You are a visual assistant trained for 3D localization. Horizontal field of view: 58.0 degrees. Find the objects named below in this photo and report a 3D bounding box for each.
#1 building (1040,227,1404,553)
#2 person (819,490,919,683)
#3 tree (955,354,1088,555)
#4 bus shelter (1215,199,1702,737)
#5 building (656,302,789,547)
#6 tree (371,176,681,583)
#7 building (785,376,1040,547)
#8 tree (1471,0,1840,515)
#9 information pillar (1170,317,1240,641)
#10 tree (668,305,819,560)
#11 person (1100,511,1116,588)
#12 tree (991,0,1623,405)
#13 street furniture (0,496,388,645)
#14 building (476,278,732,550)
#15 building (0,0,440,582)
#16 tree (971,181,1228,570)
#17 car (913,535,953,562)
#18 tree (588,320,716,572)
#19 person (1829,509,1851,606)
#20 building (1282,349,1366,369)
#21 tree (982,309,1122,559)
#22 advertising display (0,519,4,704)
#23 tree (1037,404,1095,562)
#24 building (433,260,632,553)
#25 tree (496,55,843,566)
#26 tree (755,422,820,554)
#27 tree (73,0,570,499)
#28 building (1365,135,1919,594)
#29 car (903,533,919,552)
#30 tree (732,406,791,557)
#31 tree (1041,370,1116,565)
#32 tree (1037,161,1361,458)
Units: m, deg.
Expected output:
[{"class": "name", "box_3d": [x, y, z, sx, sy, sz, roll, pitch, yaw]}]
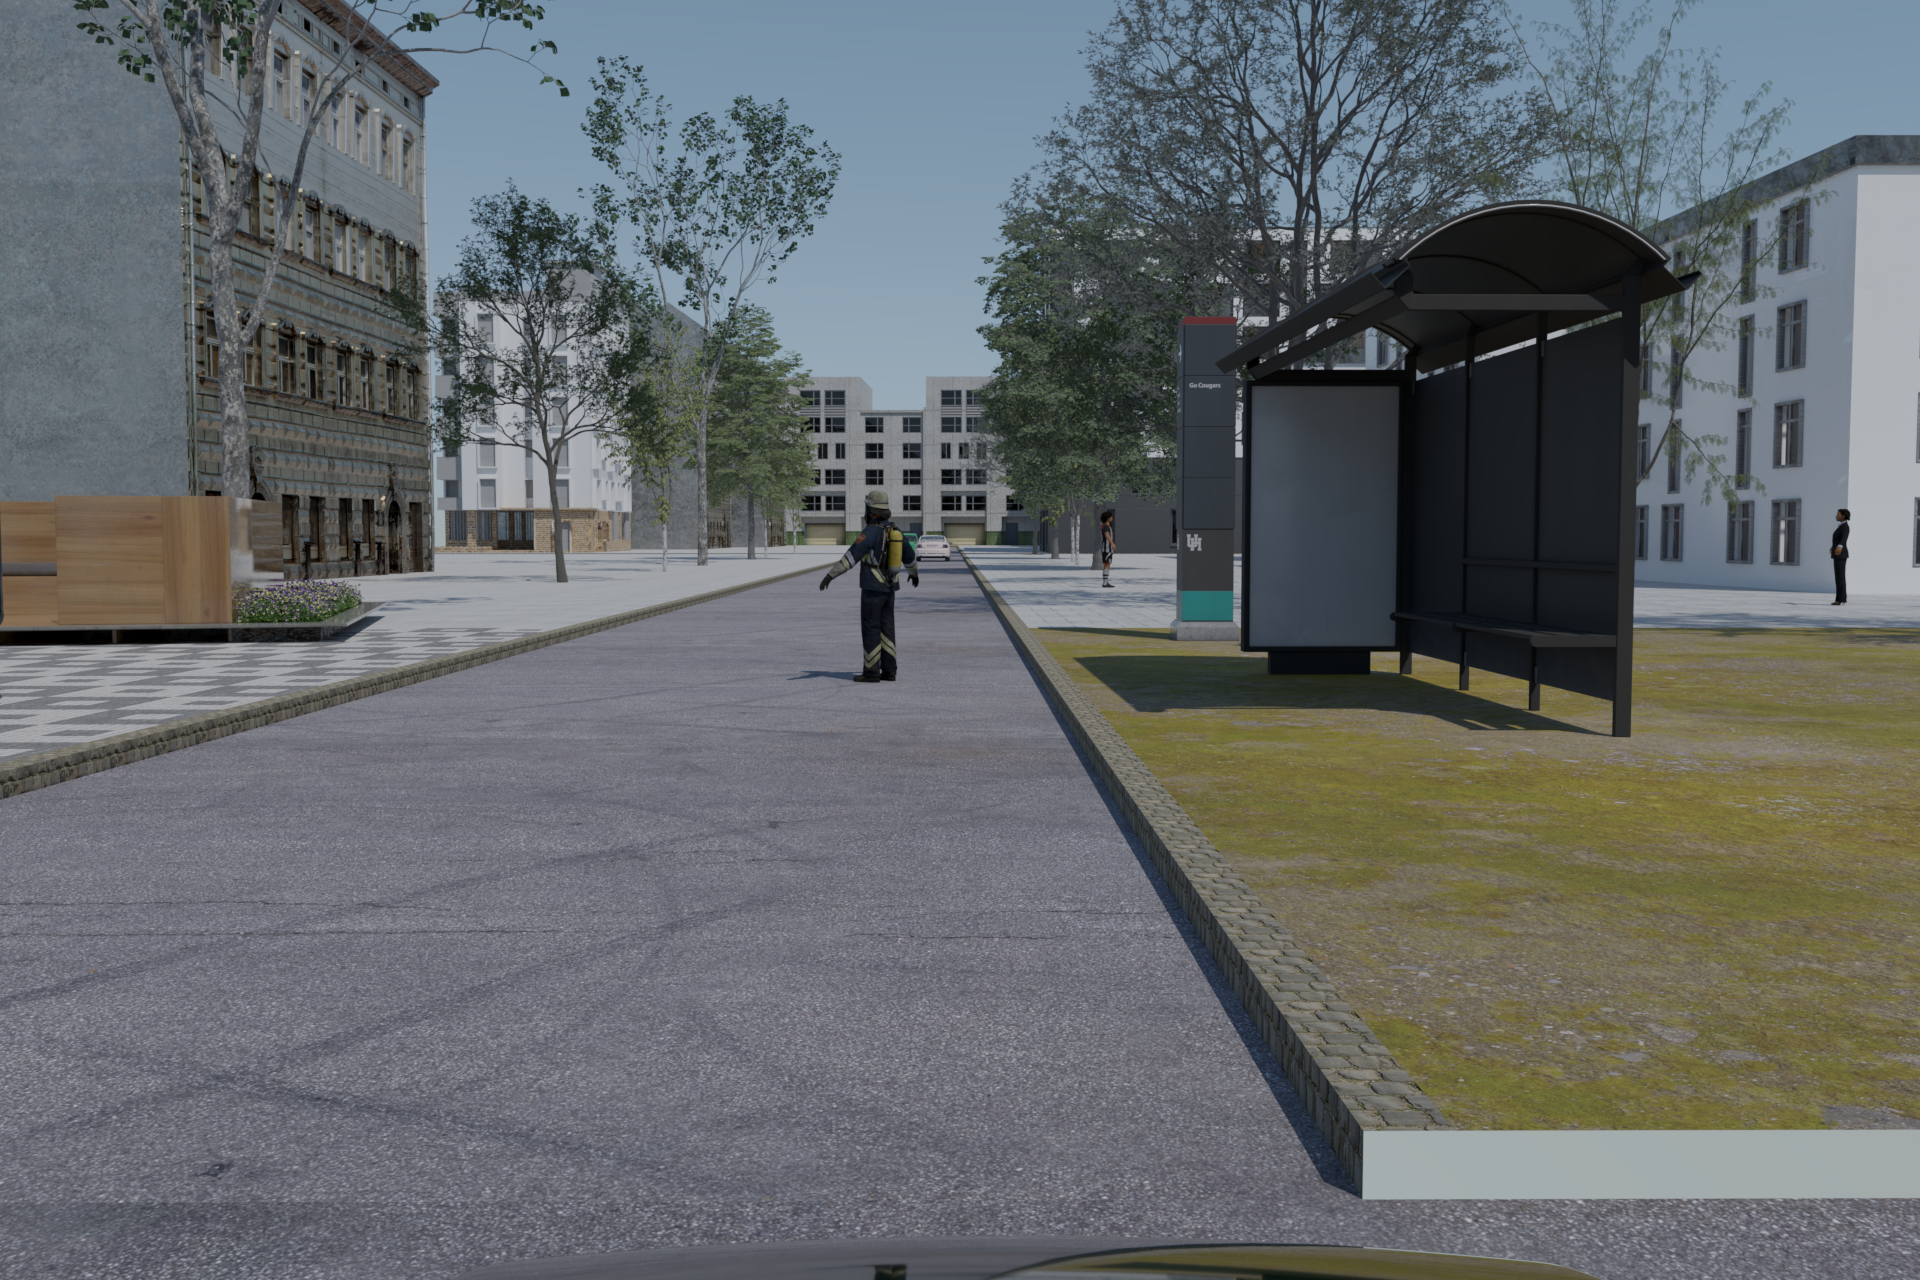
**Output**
[{"class": "building", "box_3d": [19.877, -17.600, 131.738, 27.936, 21.610, 32.646, 0, 4, 0]}, {"class": "person", "box_3d": [-0.814, -0.525, 16.812, 0.705, 1.856, 1.354, 3, 5, 40]}, {"class": "tree", "box_3d": [4.782, -12.055, 107.474, 12.009, 13.543, 11.850, 0, 3, 0]}, {"class": "bus shelter", "box_3d": [3.416, -1.184, 13.277, 2.014, 3.302, 5.546, 0, 4, -1]}, {"class": "building", "box_3d": [-27.671, -20.965, 173.705, 19.493, 23.208, 18.063, 0, 4, 0]}, {"class": "tree", "box_3d": [-10.832, -6.801, 45.616, 7.601, 10.594, 8.767, 1, 4, 19]}, {"class": "building", "box_3d": [-3.524, -20.326, 201.242, 31.486, 18.905, 16.747, 0, 4, 2]}, {"class": "tree", "box_3d": [8.364, -4.371, 21.826, 4.360, 8.622, 3.978, 0, 3, 0]}, {"class": "information pillar", "box_3d": [2.977, -1.934, 21.002, 0.750, 3.857, 0.750, 0, 4, 1]}, {"class": "tree", "box_3d": [-10.879, -10.298, 86.500, 7.486, 12.596, 7.792, 0, 3, 0]}, {"class": "person", "box_3d": [3.550, -2.162, 41.497, 0.704, 1.843, 1.345, 0, 4, -1]}, {"class": "tree", "box_3d": [5.700, -7.256, 29.012, 12.009, 13.543, 11.850, 0, 3, 0]}, {"class": "street furniture", "box_3d": [-10.465, -1.017, 23.477, 9.812, 1.723, 11.010, -1, 4, -14]}, {"class": "building", "box_3d": [-30.609, -19.609, 151.529, 19.493, 23.208, 18.063, 0, 4, 0]}, {"class": "building", "box_3d": [-27.180, -13.347, 49.145, 19.493, 23.208, 18.063, 0, 4, 0]}, {"class": "tree", "box_3d": [4.892, -9.429, 60.825, 9.857, 13.997, 8.962, 0, 3, 0]}, {"class": "car", "box_3d": [-1.430, -4.833, 91.383, 2.083, 1.381, 4.827, 0, 3, 0]}, {"class": "tree", "box_3d": [-10.274, -6.627, 58.709, 4.737, 8.622, 4.395, 0, 3, 0]}, {"class": "person", "box_3d": [15.774, -1.496, 31.185, 0.721, 1.740, 1.216, 1, 4, 22]}, {"class": "building", "box_3d": [19.702, -8.367, 78.941, 9.099, 9.664, 28.070, 0, 4, 0]}, {"class": "tree", "box_3d": [4.957, -10.345, 87.264, 7.486, 12.596, 7.792, 0, 3, 0]}, {"class": "advertising display", "box_3d": [-7.285, -0.452, 12.598, 0.123, 1.923, 0.974, 0, 4, -1]}, {"class": "tree", "box_3d": [5.262, -7.876, 79.139, 4.360, 8.622, 3.978, 0, 3, 0]}, {"class": "building", "box_3d": [-30.389, -16.184, 121.029, 16.016, 20.090, 11.380, 0, 4, 0]}, {"class": "tree", "box_3d": [-11.831, -13.119, 70.379, 12.611, 20.169, 13.585, 0, 3, 0]}, {"class": "tree", "box_3d": [-10.665, -9.737, 109.559, 4.737, 8.622, 4.395, 0, 3, 0]}, {"class": "tree", "box_3d": [-10.021, -10.224, 23.045, 12.611, 20.169, 13.585, 0, 3, 0]}, {"class": "building", "box_3d": [19.532, -6.636, 50.641, 9.099, 9.664, 28.070, 0, 4, 0]}, {"class": "car", "box_3d": [-3.318, -5.997, 106.849, 1.959, 1.807, 4.718, 0, 4, -1]}, {"class": "tree", "box_3d": [-10.620, -8.877, 95.509, 4.360, 8.622, 3.978, 0, 3, 0]}, {"class": "tree", "box_3d": [4.874, -7.395, 71.276, 4.737, 8.622, 4.395, 0, 3, 0]}, {"class": "tree", "box_3d": [5.907, -6.676, 43.563, 8.767, 10.594, 7.601, -2, 4, -27]}]
